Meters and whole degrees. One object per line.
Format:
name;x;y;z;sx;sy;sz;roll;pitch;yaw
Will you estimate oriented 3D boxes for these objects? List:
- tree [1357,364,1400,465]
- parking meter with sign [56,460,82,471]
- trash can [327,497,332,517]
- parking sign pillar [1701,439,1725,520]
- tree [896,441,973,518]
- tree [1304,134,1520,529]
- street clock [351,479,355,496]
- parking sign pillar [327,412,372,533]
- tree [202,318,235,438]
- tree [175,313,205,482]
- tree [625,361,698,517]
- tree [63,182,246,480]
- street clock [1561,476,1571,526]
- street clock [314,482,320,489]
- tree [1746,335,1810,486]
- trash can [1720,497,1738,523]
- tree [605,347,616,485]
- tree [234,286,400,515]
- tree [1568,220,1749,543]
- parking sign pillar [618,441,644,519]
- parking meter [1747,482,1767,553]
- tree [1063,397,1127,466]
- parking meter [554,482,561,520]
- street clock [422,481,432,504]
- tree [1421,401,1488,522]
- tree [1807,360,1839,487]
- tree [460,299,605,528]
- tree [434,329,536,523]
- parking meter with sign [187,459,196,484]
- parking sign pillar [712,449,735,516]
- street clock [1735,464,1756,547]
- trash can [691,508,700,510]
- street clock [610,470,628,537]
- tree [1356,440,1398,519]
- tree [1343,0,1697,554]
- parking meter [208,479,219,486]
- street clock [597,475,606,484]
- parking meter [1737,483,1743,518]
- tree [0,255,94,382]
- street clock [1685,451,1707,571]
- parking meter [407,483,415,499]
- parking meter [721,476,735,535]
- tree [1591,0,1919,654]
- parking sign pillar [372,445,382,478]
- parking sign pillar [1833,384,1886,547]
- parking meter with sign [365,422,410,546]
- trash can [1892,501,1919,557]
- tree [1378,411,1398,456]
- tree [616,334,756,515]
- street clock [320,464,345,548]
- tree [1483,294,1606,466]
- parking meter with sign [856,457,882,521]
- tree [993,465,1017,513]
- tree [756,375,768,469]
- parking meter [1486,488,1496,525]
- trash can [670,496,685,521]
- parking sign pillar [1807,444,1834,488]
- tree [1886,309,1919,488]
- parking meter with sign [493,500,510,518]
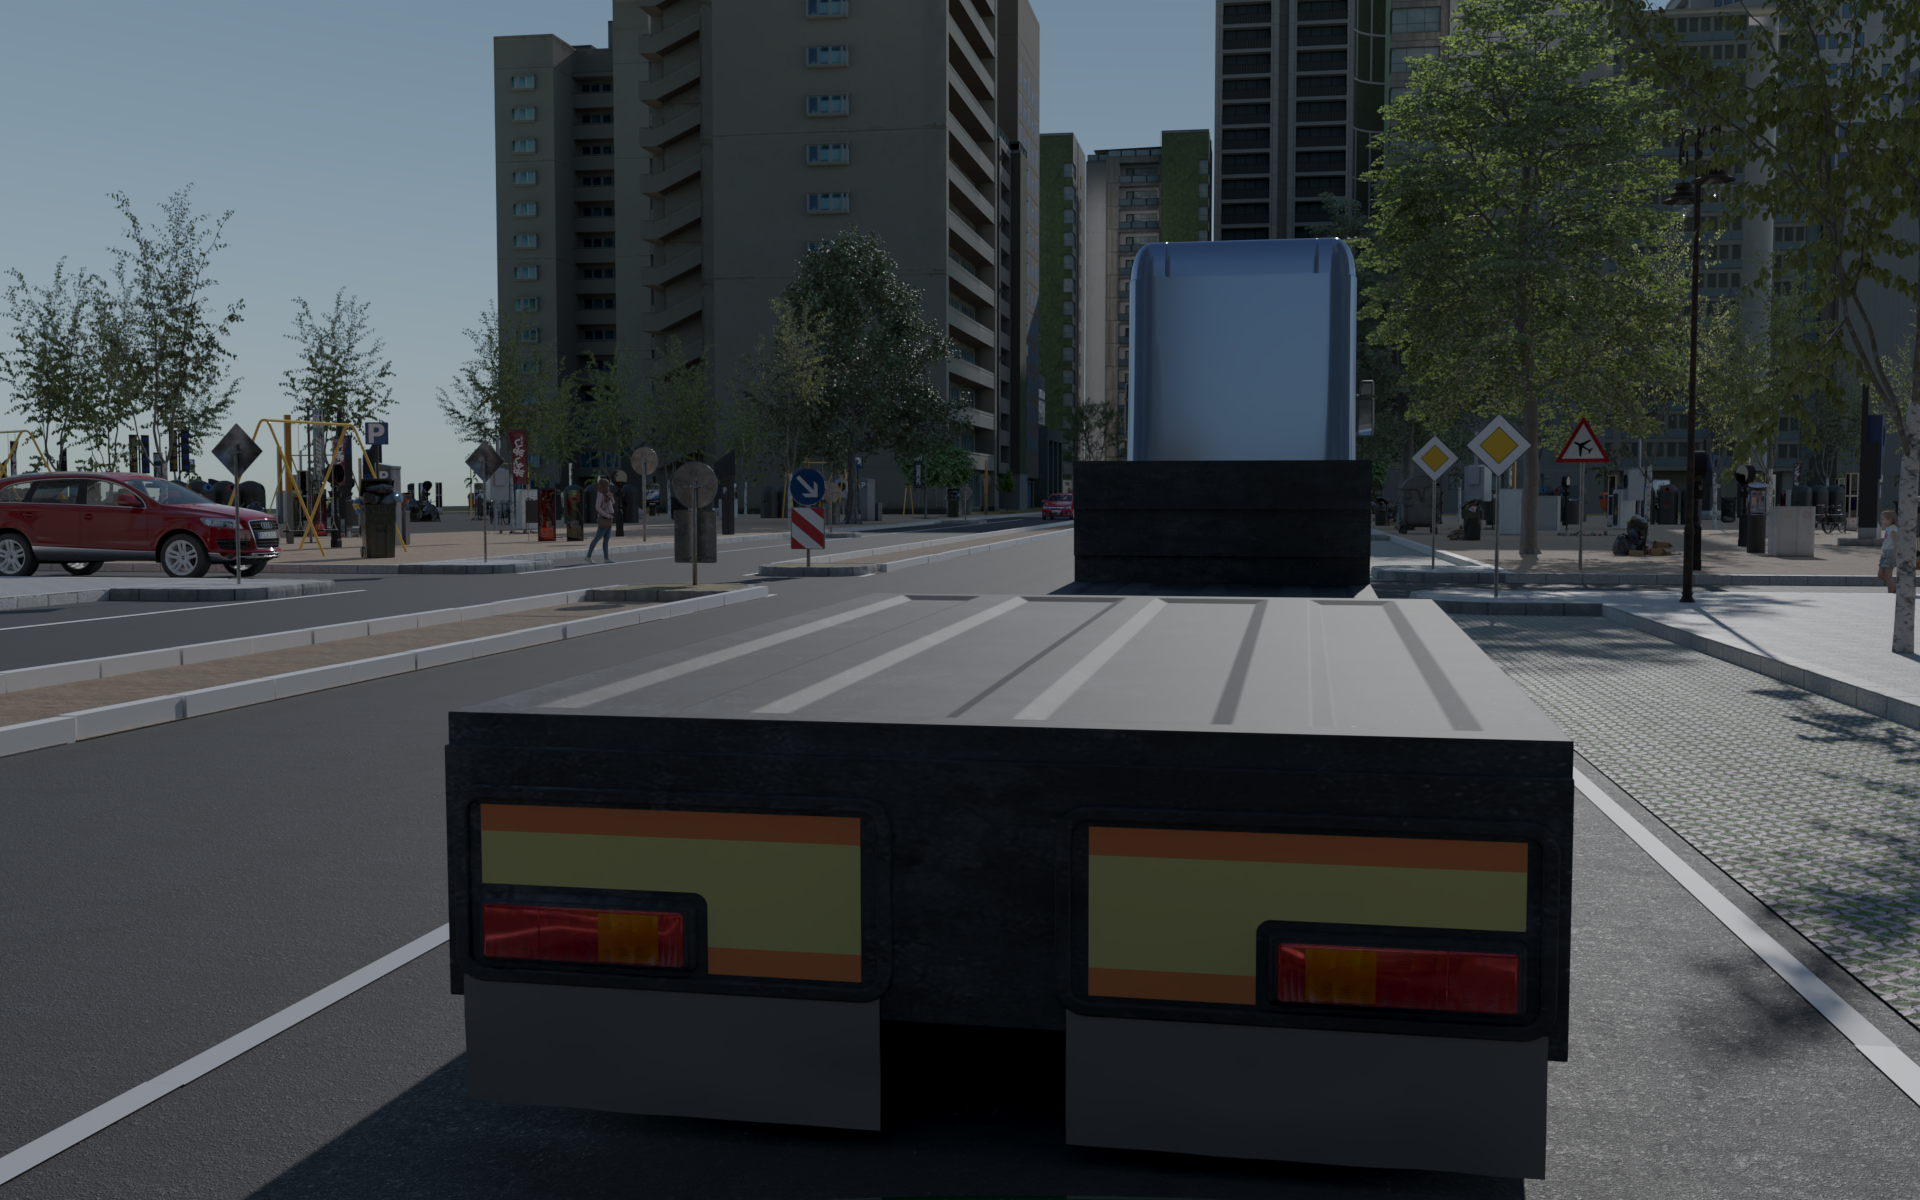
tree;23.349;-9.007;97.626;4.737;8.622;4.395;0;3;0
parking meter with sign;-45.811;-5.723;89.840;1.738;3.016;0.543;-1;4;-17
trash can;-35.218;-5.208;96.807;0.748;1.137;0.748;0;3;0
parking sign pillar;37.290;-5.956;85.853;1.447;3.967;1.447;-3;5;-43
tree;-1.838;-6.622;91.991;4.285;4.588;4.351;0;3;0
tree;16.255;-9.555;62.884;9.857;13.997;8.962;0;3;0
street clock;-26.404;-4.301;74.898;0.358;2.002;0.471;2;4;32
parking sign pillar;-20.488;-4.225;57.551;1.447;3.967;1.447;-1;4;-23
tree;-31.203;-7.276;69.323;4.737;8.622;4.395;0;3;0
tree;-30.605;-6.821;61.892;4.737;8.622;4.395;0;3;0
tree;-16.165;-8.872;95.424;4.360;8.622;3.978;0;3;0
tree;-19.031;-5.553;41.159;4.360;8.622;3.978;0;3;0
street clock;24.587;-4.020;70.301;0.358;2.002;0.471;3;5;40
street clock;-34.036;-5.337;91.827;0.471;2.002;0.358;1;4;10
tree;27.728;-6.896;63.118;4.360;8.622;3.978;0;3;0
trash can;34.424;-4.033;77.593;0.748;1.137;0.748;0;3;0
tree;-16.947;-8.196;84.371;4.737;8.622;4.395;0;3;0
tree;-22.425;-6.835;62.122;4.737;8.622;4.395;0;3;0
tree;18.033;-5.809;45.338;4.360;8.622;3.978;0;3;0
parking sign pillar;-16.738;-6.100;88.199;1.447;3.967;1.447;-3;4;-37
parking meter;17.356;-1.793;37.721;0.372;1.533;0.369;0;3;0
tree;14.169;-15.768;183.560;9.928;11.665;9.643;0;3;0
parking meter;-19.750;-4.850;85.012;0.255;1.863;0.399;-2;4;-27
street clock;-28.788;-5.449;93.668;0.471;2.002;0.358;0;4;1
tree;22.975;-7.946;80.283;4.360;8.622;3.978;0;3;0
tree;42.246;-8.187;84.220;4.360;8.622;3.978;0;3;0
tree;-16.896;-7.073;66.009;4.737;8.622;4.395;0;3;0
tree;-20.868;-7.755;77.149;4.360;8.622;3.978;0;3;0
parking meter with sign;-37.922;-5.461;85.550;0.543;3.016;1.738;-2;4;-33
parking sign pillar;-13.983;-6.976;102.533;1.447;3.967;1.447;-2;4;-24
street clock;19.135;-2.304;42.237;0.358;2.002;0.471;-1;4;-15
trash can;-13.091;-4.498;85.188;0.748;1.137;0.748;0;3;0
street clock;-10.243;-2.906;52.090;0.471;2.002;0.358;-3;5;-41
tree;21.002;-6.486;89.754;4.285;4.588;4.351;0;3;0
tree;11.797;-7.258;36.788;7.486;12.596;7.792;0;3;0
parking meter;-27.985;-3.629;65.041;0.399;1.863;0.255;1;4;16
street clock;-13.853;-3.820;67.032;0.358;2.002;0.471;-2;4;-28
parking meter;41.898;-5.333;92.899;0.399;1.863;0.255;-2;4;-31
tree;-28.260;-6.358;54.312;4.737;8.622;4.395;0;3;0
street clock;12.347;-1.498;29.061;0.358;2.002;0.471;1;4;11
parking meter;-29.156;-5.278;92.003;0.255;1.863;0.399;1;4;10
parking meter;-7.332;-2.997;54.712;0.399;1.863;0.255;3;5;45
tree;7.506;-3.889;13.952;4.737;8.622;4.395;0;3;0
parking sign pillar;-25.165;-5.243;74.203;1.447;3.967;1.447;0;4;1
parking sign pillar;22.601;-3.330;42.920;1.447;3.967;1.447;2;4;33
parking meter with sign;-14.103;-2.848;42.825;0.543;3.016;1.738;0;4;1
trash can;19.503;-1.459;35.504;0.748;1.137;0.748;0;3;0
tree;23.526;-10.539;106.732;8.767;10.594;7.601;-1;4;-18
tree;-12.483;-7.888;79.327;4.737;8.622;4.395;0;3;0
street clock;-14.973;-2.260;41.521;0.358;2.002;0.471;1;4;15
tree;29.614;-9.955;88.511;9.928;11.665;9.643;0;3;0
parking meter with sign;-4.345;-5.243;81.988;0.543;3.016;1.738;2;4;33
tree;3.229;-7.447;116.360;1.663;3.219;1.824;0;3;0
tree;-13.296;-9.596;107.257;4.737;8.622;4.395;0;3;0
parking meter;21.856;-3.846;71.297;0.372;1.533;0.369;0;3;0
trash can;-13.717;-4.425;84.005;0.748;1.137;0.748;0;3;0
parking sign pillar;44.034;-6.119;88.519;1.447;3.967;1.447;0;4;7
tree;36.380;-7.015;65.061;4.360;8.622;3.978;0;3;0
parking meter with sign;-24.395;-5.861;92.082;0.543;3.016;1.738;-3;5;-45
